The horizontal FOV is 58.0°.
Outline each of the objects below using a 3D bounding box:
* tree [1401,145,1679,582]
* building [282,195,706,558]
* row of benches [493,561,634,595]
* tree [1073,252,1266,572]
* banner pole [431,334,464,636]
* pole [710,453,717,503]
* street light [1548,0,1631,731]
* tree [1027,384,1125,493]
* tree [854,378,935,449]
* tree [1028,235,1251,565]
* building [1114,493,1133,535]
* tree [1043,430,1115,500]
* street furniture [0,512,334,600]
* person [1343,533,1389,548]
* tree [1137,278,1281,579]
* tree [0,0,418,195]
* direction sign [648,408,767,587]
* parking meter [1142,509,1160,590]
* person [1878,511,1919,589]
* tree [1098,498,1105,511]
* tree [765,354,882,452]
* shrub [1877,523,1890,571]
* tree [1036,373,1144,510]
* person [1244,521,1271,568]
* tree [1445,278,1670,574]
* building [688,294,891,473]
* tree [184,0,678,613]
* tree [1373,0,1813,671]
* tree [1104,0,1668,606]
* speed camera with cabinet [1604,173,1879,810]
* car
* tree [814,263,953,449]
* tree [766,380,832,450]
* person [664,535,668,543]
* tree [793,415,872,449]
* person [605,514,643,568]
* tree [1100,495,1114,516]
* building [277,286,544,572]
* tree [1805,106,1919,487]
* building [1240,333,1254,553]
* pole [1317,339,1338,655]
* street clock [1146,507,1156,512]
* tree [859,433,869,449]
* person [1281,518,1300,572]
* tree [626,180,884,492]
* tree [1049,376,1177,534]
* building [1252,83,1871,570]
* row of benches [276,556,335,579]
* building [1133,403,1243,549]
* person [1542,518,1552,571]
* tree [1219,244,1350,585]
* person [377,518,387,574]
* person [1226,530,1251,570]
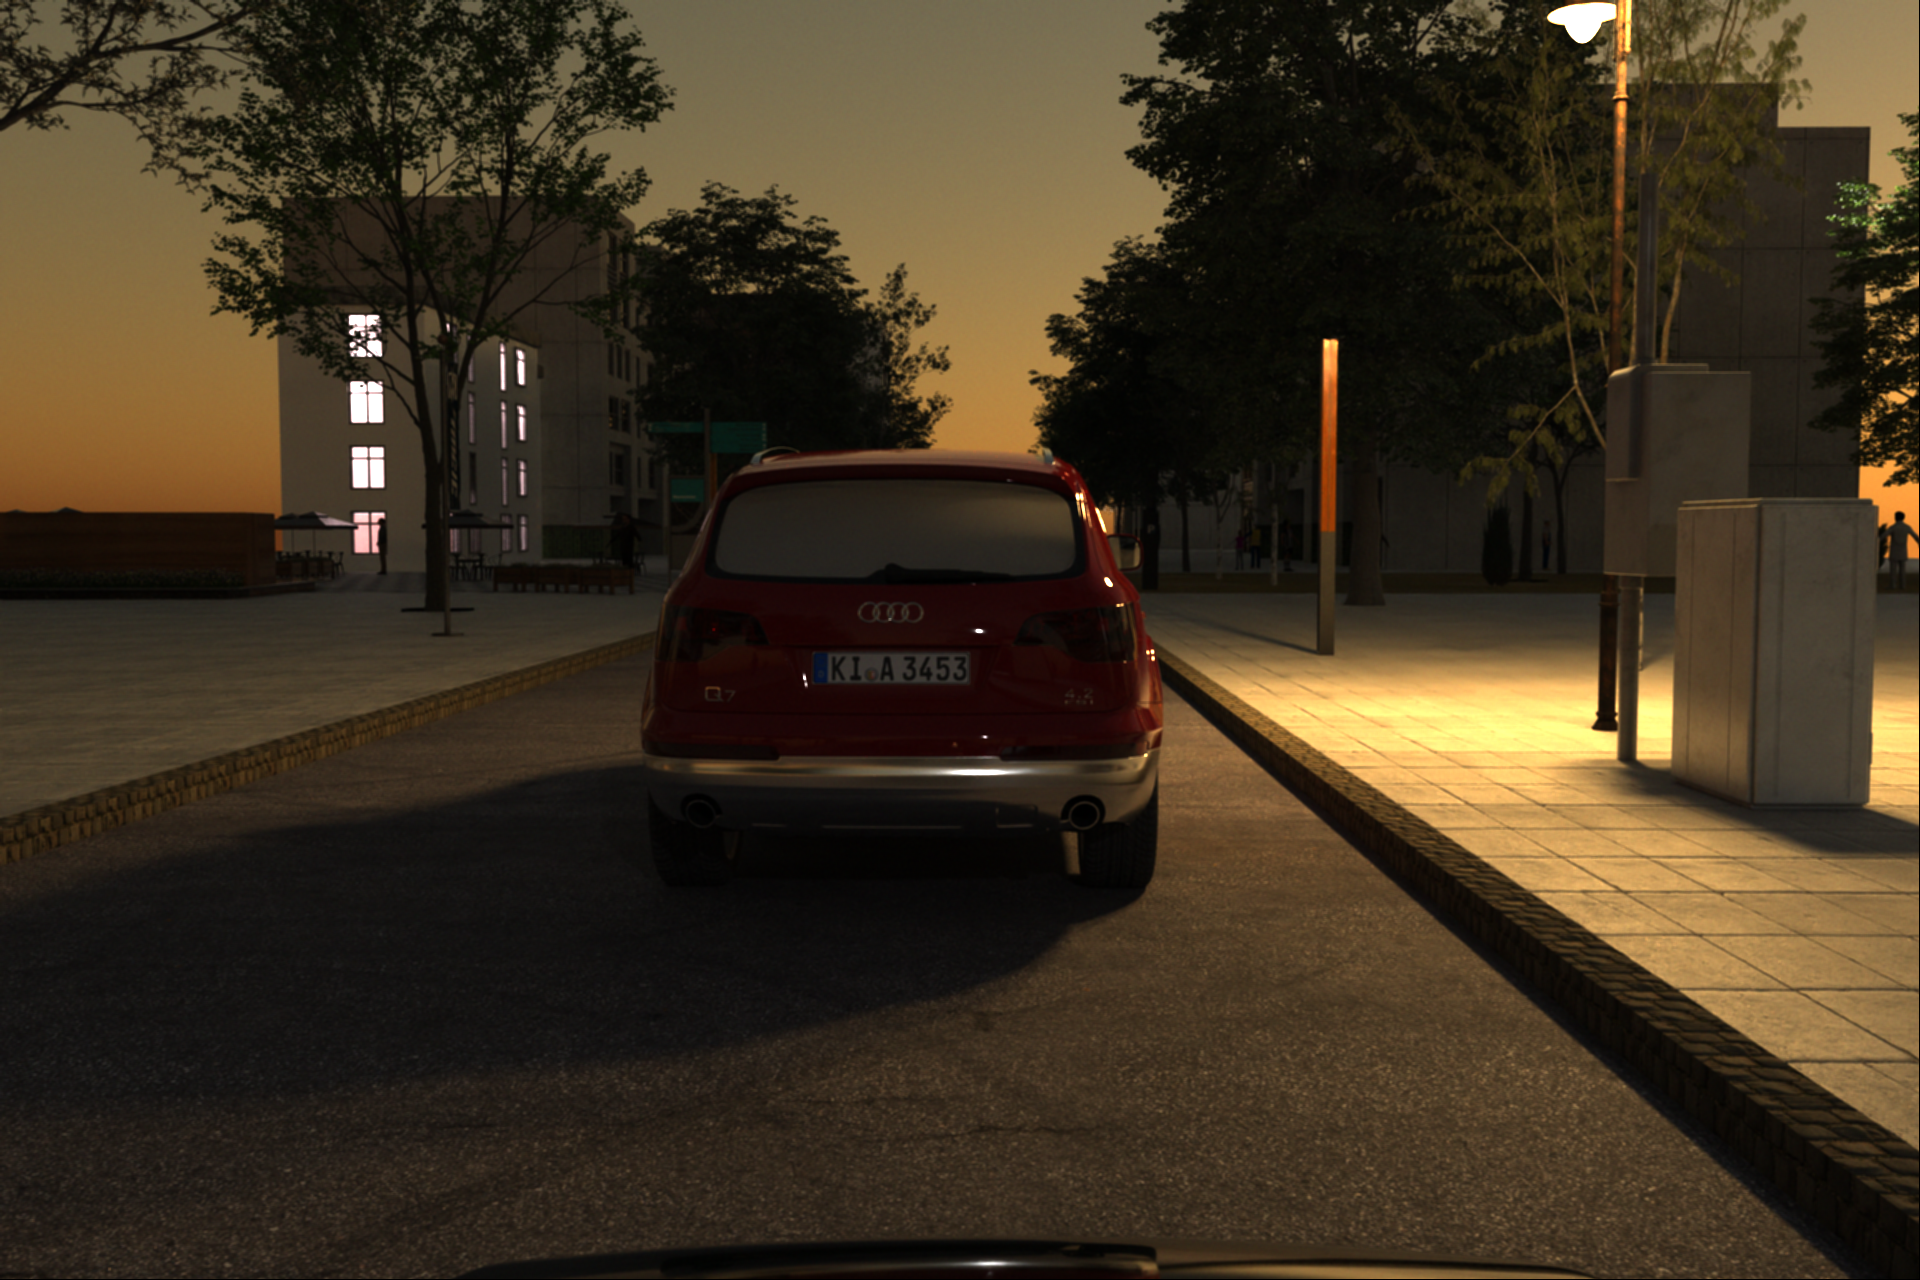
[{"bbox_3d":[15.426,-7.382,46.455,9.928,11.665,9.643,0,3,0],"label":"tree"},{"bbox_3d":[-26.604,-14.690,106.647,16.747,18.905,31.486,0,4,2],"label":"building"},{"bbox_3d":[-8.671,-1.376,37.958,4.104,0.672,1.422,3,4,37],"label":"row of benches"},{"bbox_3d":[7.329,-7.575,58.267,7.601,10.594,8.767,-1,4,-12],"label":"tree"},{"bbox_3d":[-6.481,-1.958,22.036,0.401,3.779,0.863,0,4,1],"label":"banner pole"},{"bbox_3d":[-5.483,-2.730,38.483,0.158,3.312,0.155,0,3,0],"label":"pole"},{"bbox_3d":[4.235,-2.347,11.169,0.468,5.910,1.993,0,4,1],"label":"street light"},{"bbox_3d":[8.368,-11.738,117.674,9.928,11.665,9.643,0,3,0],"label":"tree"},{"bbox_3d":[-6.713,-14.184,138.569,9.857,13.997,8.962,0,3,0],"label":"tree"},{"bbox_3d":[7.782,-10.086,71.559,9.857,13.997,8.962,0,3,0],"label":"tree"},{"bbox_3d":[28.145,-22.873,204.897,19.493,23.208,18.063,0,4,1],"label":"building"},{"bbox_3d":[8.988,-12.099,132.224,8.767,10.594,7.601,3,5,44],"label":"tree"},{"bbox_3d":[-18.745,-1.815,36.534,9.812,1.723,11.010,0,4,-5],"label":"street furniture"},{"bbox_3d":[11.198,-2.536,47.594,1.348,1.813,0.705,-1,4,-11],"label":"person"},{"bbox_3d":[7.497,-6.036,49.059,4.360,8.622,3.978,0,3,0],"label":"tree"},{"bbox_3d":[-8.324,-6.178,11.382,12.009,13.543,11.850,0,3,0],"label":"tree"},{"bbox_3d":[-5.360,-2.976,37.412,2.525,3.948,1.411,0,4,0],"label":"direction sign"},{"bbox_3d":[4.420,-2.100,40.044,0.399,1.863,0.255,0,4,2],"label":"parking meter"},{"bbox_3d":[21.835,-2.089,40.339,1.347,1.806,0.705,0,4,-4],"label":"person"},{"bbox_3d":[9.136,-12.803,143.735,8.767,10.594,7.601,0,4,-3],"label":"tree"},{"bbox_3d":[-7.195,-9.129,83.679,8.767,10.594,7.601,2,4,29],"label":"tree"},{"bbox_3d":[27.473,-2.987,52.872,1.661,2.075,1.752,0,3,0],"label":"shrub"},{"bbox_3d":[8.437,-11.123,107.611,9.928,11.665,9.643,0,3,0],"label":"tree"},{"bbox_3d":[11.030,-3.562,64.704,1.216,1.772,0.721,0,4,-4],"label":"person"},{"bbox_3d":[19.418,-7.413,55.612,8.767,10.594,7.601,1,4,11],"label":"tree"},{"bbox_3d":[-21.467,-19.564,163.853,27.936,21.610,32.646,0,4,1],"label":"building"},{"bbox_3d":[-8.648,-6.293,28.647,9.928,11.665,9.643,0,3,0],"label":"tree"},{"bbox_3d":[6.365,-4.003,15.806,4.360,8.622,3.978,0,3,0],"label":"tree"},{"bbox_3d":[7.255,-7.588,30.726,9.857,13.997,8.962,0,3,0],"label":"tree"},{"bbox_3d":[3.963,-0.892,8.927,0.660,3.252,2.038,0,4,1],"label":"speed camera with cabinet"},{"bbox_3d":[-0.185,0.006,8.569,2.281,1.827,5.304,0,4,1],"label":"car"},{"bbox_3d":[-6.191,-16.318,122.688,12.611,20.169,13.585,0,3,0],"label":"tree"},{"bbox_3d":[-7.236,-7.479,72.651,4.360,8.622,3.978,0,3,0],"label":"tree"},{"bbox_3d":[-11.707,-3.962,71.576,1.217,1.733,0.721,1,4,18],"label":"person"},{"bbox_3d":[-7.373,-8.642,91.658,4.360,8.622,3.978,0,3,0],"label":"tree"},{"bbox_3d":[-8.725,-2.393,45.261,1.346,1.812,0.704,3,4,36],"label":"person"},{"bbox_3d":[22.524,-19.723,232.832,12.009,13.543,11.850,0,3,0],"label":"tree"},{"bbox_3d":[-22.078,-7.993,72.836,9.099,9.664,28.070,0,4,2],"label":"building"},{"bbox_3d":[25.803,-7.735,44.596,7.486,12.596,7.792,0,3,0],"label":"tree"},{"bbox_3d":[28.809,-17.167,111.609,19.493,23.208,18.063,0,4,1],"label":"building"},{"bbox_3d":[3.876,-1.494,18.278,0.158,3.312,0.155,0,3,0],"label":"pole"},{"bbox_3d":[5.034,-2.510,45.613,0.358,2.002,0.471,0,3,0],"label":"street clock"},{"bbox_3d":[-6.607,-9.216,101.050,4.737,8.622,4.395,0,3,0],"label":"tree"},{"bbox_3d":[11.271,-3.257,59.391,0.704,1.843,1.345,3,4,36],"label":"person"},{"bbox_3d":[-7.386,-9.492,61.856,9.857,13.997,8.962,0,3,0],"label":"tree"},{"bbox_3d":[8.519,-9.778,94.276,8.767,10.594,7.601,1,4,15],"label":"tree"},{"bbox_3d":[23.799,-12.868,76.851,16.747,18.905,31.486,0,4,1],"label":"building"},{"bbox_3d":[-17.996,-1.958,47.481,1.422,0.672,4.104,0,4,-4],"label":"row of benches"},{"bbox_3d":[25.942,-18.173,163.580,16.747,18.905,31.486,0,4,2],"label":"building"},{"bbox_3d":[20.504,-3.340,60.459,0.705,1.847,1.347,2,4,24],"label":"person"},{"bbox_3d":[8.099,-5.675,43.154,4.737,8.622,4.395,0,3,0],"label":"tree"},{"bbox_3d":[-18.462,-2.996,55.261,0.705,1.796,1.348,-1,4,-16],"label":"person"},{"bbox_3d":[9.919,-3.200,61.584,0.991,1.433,0.599,-1,4,-16],"label":"person"}]
